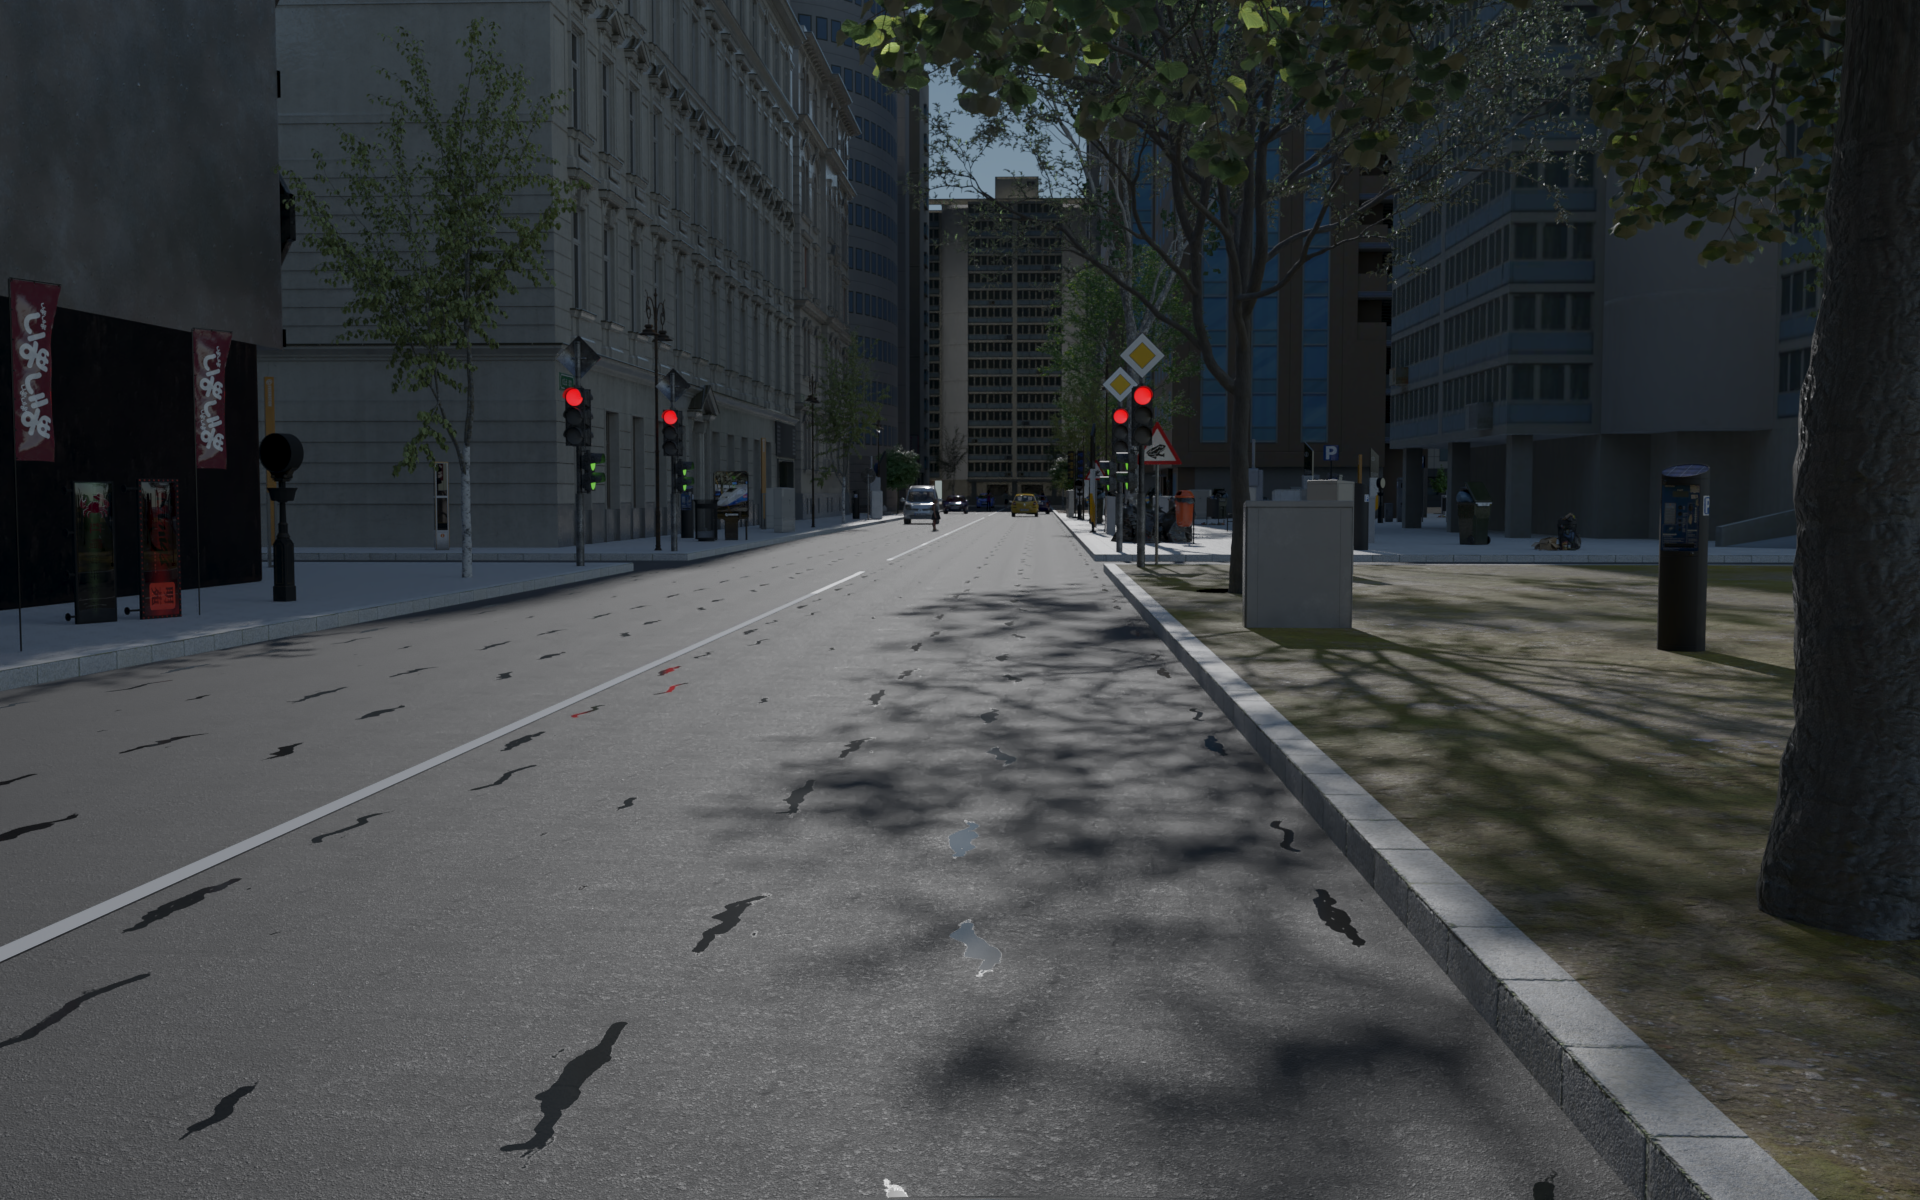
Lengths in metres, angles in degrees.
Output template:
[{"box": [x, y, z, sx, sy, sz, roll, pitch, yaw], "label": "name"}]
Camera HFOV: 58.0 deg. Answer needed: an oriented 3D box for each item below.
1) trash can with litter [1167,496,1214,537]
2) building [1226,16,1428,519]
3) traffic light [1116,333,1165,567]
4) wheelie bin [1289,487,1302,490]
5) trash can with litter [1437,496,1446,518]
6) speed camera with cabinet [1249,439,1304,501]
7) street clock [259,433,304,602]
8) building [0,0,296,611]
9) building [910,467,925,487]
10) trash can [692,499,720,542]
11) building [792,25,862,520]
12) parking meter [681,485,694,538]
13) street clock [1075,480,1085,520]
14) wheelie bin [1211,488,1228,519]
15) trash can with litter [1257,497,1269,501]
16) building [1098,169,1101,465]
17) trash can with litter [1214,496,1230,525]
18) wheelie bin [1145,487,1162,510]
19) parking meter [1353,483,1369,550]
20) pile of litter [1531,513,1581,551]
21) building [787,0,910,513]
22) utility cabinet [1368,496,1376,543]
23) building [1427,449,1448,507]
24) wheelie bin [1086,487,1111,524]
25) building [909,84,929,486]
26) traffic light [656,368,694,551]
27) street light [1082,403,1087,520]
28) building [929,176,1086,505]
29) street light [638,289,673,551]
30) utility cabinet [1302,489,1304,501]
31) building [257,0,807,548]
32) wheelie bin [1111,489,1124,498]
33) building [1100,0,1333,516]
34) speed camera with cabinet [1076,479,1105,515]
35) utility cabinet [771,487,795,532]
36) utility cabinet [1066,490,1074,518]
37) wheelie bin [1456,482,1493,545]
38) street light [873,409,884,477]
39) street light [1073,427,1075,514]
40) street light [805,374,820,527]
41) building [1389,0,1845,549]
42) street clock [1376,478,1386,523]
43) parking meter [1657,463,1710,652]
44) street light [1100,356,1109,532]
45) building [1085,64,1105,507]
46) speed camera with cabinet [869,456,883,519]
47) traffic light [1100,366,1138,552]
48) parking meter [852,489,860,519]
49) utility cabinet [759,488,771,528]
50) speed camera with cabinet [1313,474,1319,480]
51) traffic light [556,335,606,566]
[{"box": [6.370, -2.506, 52.026, 1.678, 1.210, 2.233, -1, 4, -12], "label": "trash can with litter"}, {"box": [18.262, -27.270, 95.970, 14.600, 45.320, 14.200, 0, 4, 3], "label": "building"}, {"box": [3.158, -2.531, 30.307, 0.839, 4.253, 0.868, 0, 4, 3], "label": "traffic light"}, {"box": [14.650, -4.158, 75.884, 0.980, 1.594, 0.693, -2, 4, -31], "label": "wheelie bin"}, {"box": [27.033, -5.111, 94.624, 2.233, 1.210, 1.678, 0, 4, 2], "label": "trash can with litter"}, {"box": [11.272, -4.164, 62.420, 2.038, 3.252, 0.660, 1, 4, 13], "label": "speed camera with cabinet"}, {"box": [-8.077, -0.984, 20.657, 0.471, 2.002, 0.358, 1, 4, 18], "label": "street clock"}, {"box": [-18.820, -9.335, 20.087, 16.811, 18.784, 16.820, 0, 4, 3], "label": "building"}, {"box": [-13.624, -43.636, 151.697, 20.563, 71.187, 20.611, 0, 4, 3], "label": "building"}, {"box": [-6.879, -2.159, 46.958, 0.748, 1.137, 0.748, 0, 3, 0], "label": "trash can"}, {"box": [-13.456, -18.871, 95.929, 14.401, 28.519, 23.554, 0, 4, 3], "label": "building"}, {"box": [-7.946, -2.571, 50.442, 0.372, 1.533, 0.369, 0, 3, 0], "label": "parking meter"}, {"box": [5.997, -5.026, 86.745, 0.471, 2.002, 0.358, 3, 4, 39], "label": "street clock"}, {"box": [13.370, -4.967, 89.118, 0.980, 1.594, 0.693, -2, 4, -24], "label": "wheelie bin"}, {"box": [13.041, -3.856, 74.433, 0.624, 1.170, 1.055, 1, 4, 14], "label": "trash can with litter"}, {"box": [22.822, -31.936, 141.754, 23.786, 49.044, 30.456, 0, 4, 3], "label": "building"}, {"box": [10.113, -3.704, 71.615, 2.233, 1.210, 1.678, 2, 4, 27], "label": "trash can with litter"}, {"box": [8.358, -4.101, 74.964, 0.693, 1.594, 0.980, 2, 4, 24], "label": "wheelie bin"}, {"box": [9.148, -1.906, 39.572, 0.372, 1.533, 0.369, 0, 3, 0], "label": "parking meter"}, {"box": [13.672, -1.578, 39.759, 1.176, 0.858, 1.719, 3, 5, 44], "label": "pile of litter"}, {"box": [-15.247, -35.809, 127.472, 21.231, 58.520, 28.212, 0, 4, 3], "label": "building"}, {"box": [10.563, -2.091, 45.344, 0.306, 1.237, 1.020, 2, 4, 32], "label": "utility cabinet"}, {"box": [51.403, -46.962, 206.088, 20.611, 71.187, 20.563, 0, 4, 3], "label": "building"}, {"box": [5.926, -4.107, 75.054, 0.980, 1.594, 0.693, 1, 4, 9], "label": "wheelie bin"}, {"box": [-14.297, -33.850, 177.157, 21.600, 48.544, 21.300, 0, 4, 3], "label": "building"}, {"box": [-6.388, -3.045, 38.708, 0.839, 4.253, 0.868, 0, 4, 3], "label": "traffic light"}, {"box": [6.091, -6.884, 85.339, 0.468, 5.910, 1.993, 0, 4, 3], "label": "street light"}, {"box": [6.952, -31.967, 214.534, 23.993, 40.220, 32.217, 0, 4, 3], "label": "building"}, {"box": [-6.859, -4.061, 39.186, 0.468, 5.910, 1.993, 0, 4, 3], "label": "street light"}, {"box": [14.237, -3.699, 69.164, 1.173, 1.500, 0.318, 3, 4, 36], "label": "utility cabinet"}, {"box": [-16.527, -17.480, 62.212, 17.030, 29.872, 44.131, 0, 4, 3], "label": "building"}, {"box": [6.978, -4.295, 78.124, 0.980, 1.594, 0.693, -3, 5, -41], "label": "wheelie bin"}, {"box": [16.924, -28.723, 119.728, 14.600, 45.320, 14.200, 0, 4, 3], "label": "building"}, {"box": [8.023, -6.846, 106.274, 2.038, 3.252, 0.660, 3, 5, 45], "label": "speed camera with cabinet"}, {"box": [-5.862, -3.013, 57.948, 0.318, 1.500, 1.173, 1, 4, 16], "label": "utility cabinet"}, {"box": [5.890, -5.145, 92.796, 0.318, 1.500, 1.173, 0, 4, -3], "label": "utility cabinet"}, {"box": [12.968, -2.195, 43.798, 0.980, 1.594, 0.693, -2, 4, -31], "label": "wheelie bin"}, {"box": [-4.418, -7.413, 93.997, 0.468, 5.910, 1.993, 0, 4, 3], "label": "street light"}, {"box": [7.445, -8.543, 112.473, 0.468, 5.910, 1.993, 0, 4, 3], "label": "street light"}, {"box": [-5.660, -5.739, 66.623, 0.468, 5.910, 1.993, 0, 4, 3], "label": "street light"}, {"box": [27.466, -22.176, 54.458, 23.993, 40.220, 32.217, 0, 4, 3], "label": "building"}, {"box": [18.527, -4.385, 76.269, 0.358, 2.002, 0.471, 3, 5, 42], "label": "street clock"}, {"box": [5.935, -0.355, 14.213, 0.372, 1.533, 0.369, 0, 3, 0], "label": "parking meter"}, {"box": [4.926, -5.228, 58.263, 0.468, 5.910, 1.993, 0, 4, 3], "label": "street light"}, {"box": [22.934, -38.457, 170.768, 21.231, 58.520, 28.212, 0, 4, 3], "label": "building"}, {"box": [-4.333, -5.805, 89.253, 0.660, 3.252, 2.038, 0, 4, -6], "label": "speed camera with cabinet"}, {"box": [3.514, -3.019, 38.284, 0.839, 4.253, 0.868, 0, 4, 3], "label": "traffic light"}, {"box": [-5.326, -4.915, 88.769, 0.372, 1.533, 0.369, 0, 3, 0], "label": "parking meter"}, {"box": [-6.908, -3.406, 64.375, 1.173, 1.500, 0.318, -3, 5, -43], "label": "utility cabinet"}, {"box": [15.206, -5.145, 78.451, 2.038, 3.252, 0.660, 0, 4, -5], "label": "speed camera with cabinet"}, {"box": [-6.744, -2.557, 30.731, 0.839, 4.253, 0.868, 0, 4, 3], "label": "traffic light"}]
